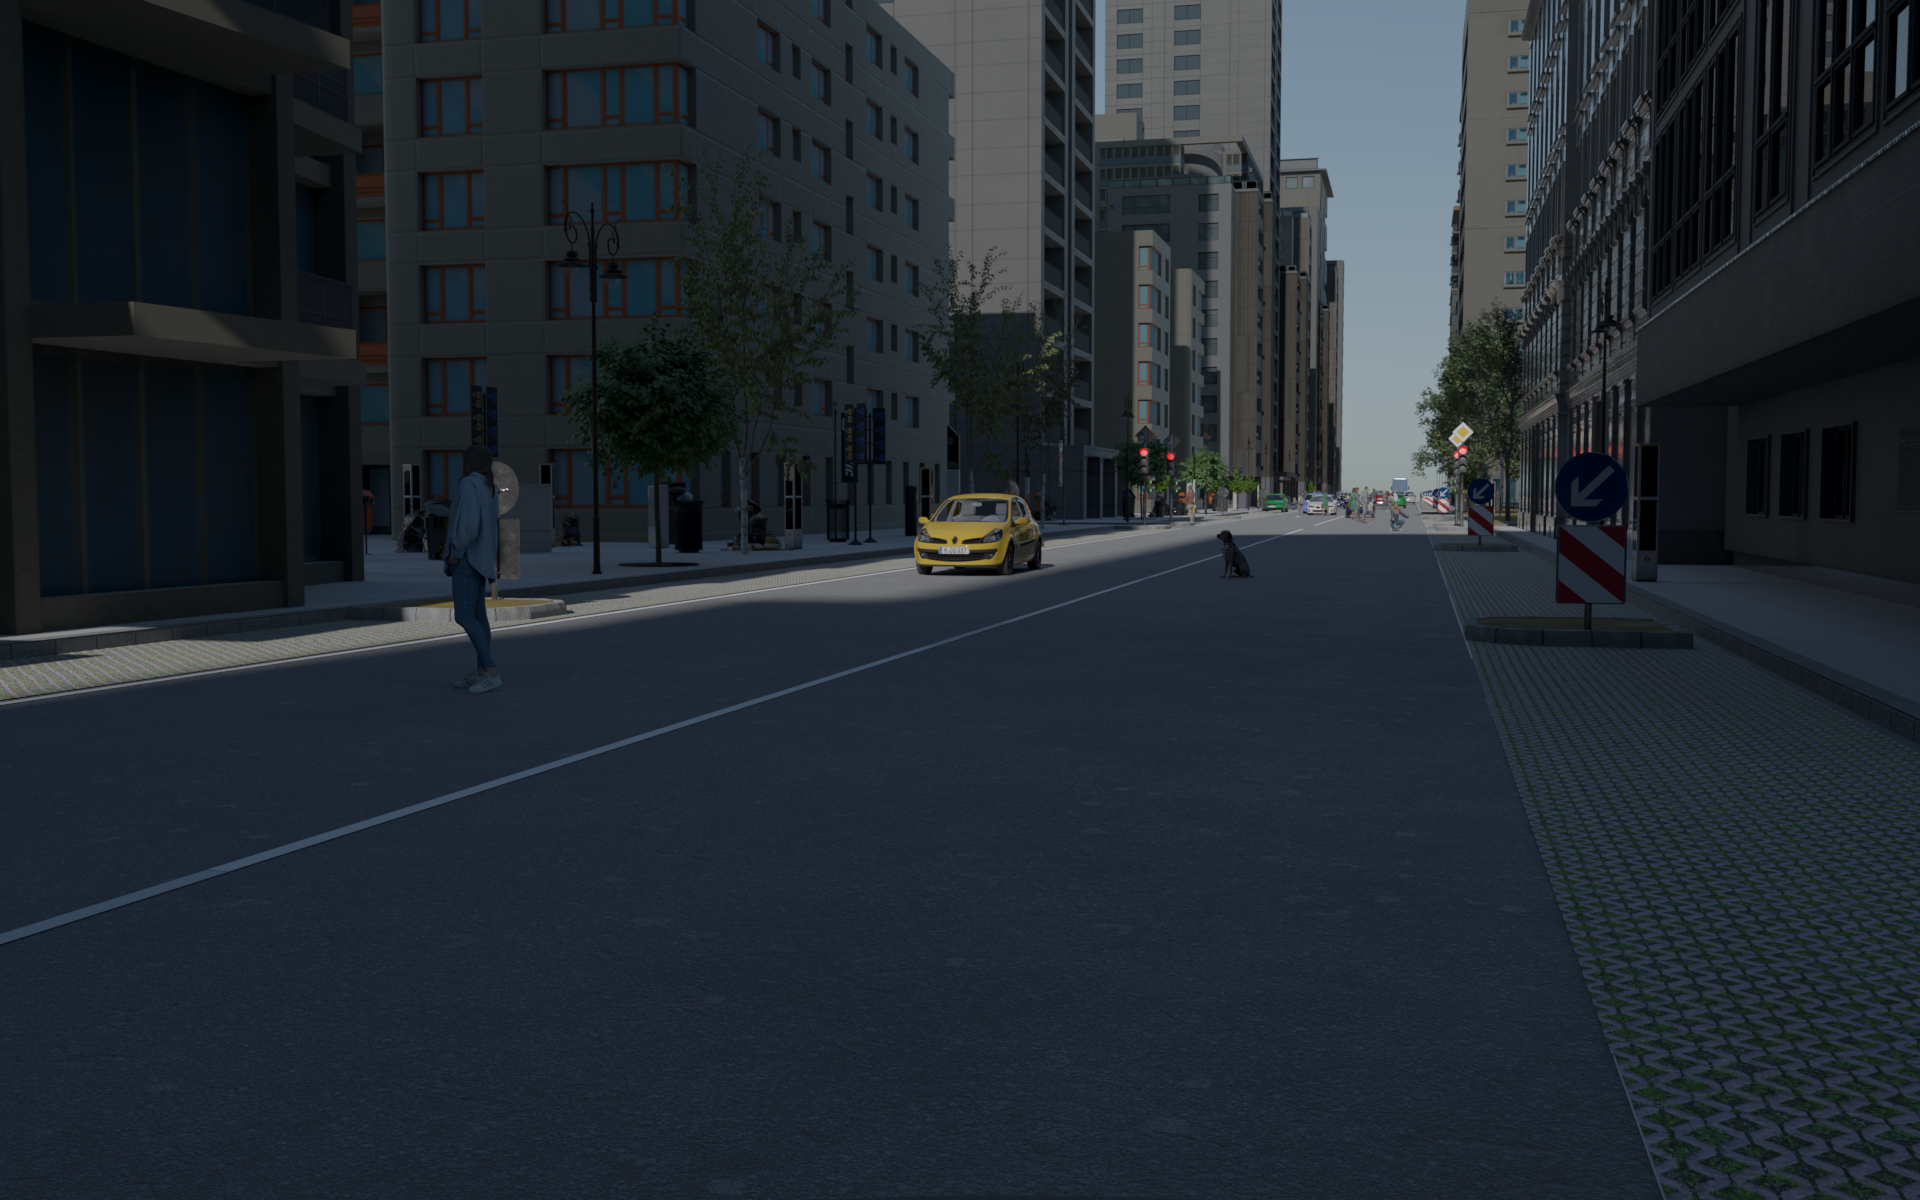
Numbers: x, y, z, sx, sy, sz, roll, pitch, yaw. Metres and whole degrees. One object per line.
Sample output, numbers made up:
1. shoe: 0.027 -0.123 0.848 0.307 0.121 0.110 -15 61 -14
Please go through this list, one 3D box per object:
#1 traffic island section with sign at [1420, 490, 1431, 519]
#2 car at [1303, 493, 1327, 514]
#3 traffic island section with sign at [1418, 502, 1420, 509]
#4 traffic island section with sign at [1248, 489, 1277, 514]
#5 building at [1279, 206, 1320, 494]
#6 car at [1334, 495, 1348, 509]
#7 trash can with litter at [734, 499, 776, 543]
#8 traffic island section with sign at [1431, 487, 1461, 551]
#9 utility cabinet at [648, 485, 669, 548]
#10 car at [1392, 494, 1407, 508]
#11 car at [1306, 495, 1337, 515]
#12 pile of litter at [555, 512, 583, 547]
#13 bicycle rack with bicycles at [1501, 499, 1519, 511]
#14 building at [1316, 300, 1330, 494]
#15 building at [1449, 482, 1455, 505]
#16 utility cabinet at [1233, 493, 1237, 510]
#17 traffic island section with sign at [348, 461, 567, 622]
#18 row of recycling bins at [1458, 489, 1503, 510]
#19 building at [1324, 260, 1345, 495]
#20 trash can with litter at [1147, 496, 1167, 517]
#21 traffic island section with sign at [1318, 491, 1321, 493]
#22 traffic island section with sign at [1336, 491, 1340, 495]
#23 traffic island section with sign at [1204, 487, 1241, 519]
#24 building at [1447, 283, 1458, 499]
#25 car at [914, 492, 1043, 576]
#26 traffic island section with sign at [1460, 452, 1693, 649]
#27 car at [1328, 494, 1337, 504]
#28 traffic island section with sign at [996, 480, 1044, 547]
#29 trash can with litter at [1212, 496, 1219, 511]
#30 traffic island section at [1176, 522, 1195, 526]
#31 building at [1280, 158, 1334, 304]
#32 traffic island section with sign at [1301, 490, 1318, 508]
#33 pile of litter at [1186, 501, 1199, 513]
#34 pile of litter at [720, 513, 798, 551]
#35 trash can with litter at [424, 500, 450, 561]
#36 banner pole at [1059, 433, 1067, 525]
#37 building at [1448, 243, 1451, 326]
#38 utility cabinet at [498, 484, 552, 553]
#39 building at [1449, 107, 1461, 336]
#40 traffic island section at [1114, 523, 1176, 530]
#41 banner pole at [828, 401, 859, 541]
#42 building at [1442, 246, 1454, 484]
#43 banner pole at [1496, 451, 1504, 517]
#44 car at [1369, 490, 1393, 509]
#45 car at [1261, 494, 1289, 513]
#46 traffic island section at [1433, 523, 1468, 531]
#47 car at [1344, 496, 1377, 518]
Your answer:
1. traffic island section with sign: 27.136 -5.443 97.626 1.989 1.847 2.006 1 4 15
2. car: 25.945 -7.152 126.529 1.945 1.707 3.694 1 4 13
3. traffic island section with sign: 33.969 -7.038 123.704 1.989 1.847 2.006 1 4 15
4. traffic island section with sign: 22.195 -7.227 126.790 1.989 1.847 2.006 1 4 15
5. building: 42.266 -34.085 240.881 14.154 41.232 14.086 1 4 15
6. car: 36.660 -9.505 167.980 1.945 1.354 3.894 1 4 16
7. trash can with litter: -5.377 -2.098 45.686 1.055 1.170 0.624 -3 5 -44
8. traffic island section with sign: 13.015 -2.149 43.761 1.989 1.847 2.006 1 4 15
9. utility cabinet: -7.210 -1.996 41.314 0.318 1.500 1.173 -1 4 -20
10. car: 44.033 -10.132 174.452 1.959 1.807 4.718 1 4 15
11. car: 24.799 -6.499 118.612 2.083 1.381 4.827 1 4 15
12. pile of litter: -9.881 -1.768 42.866 1.176 0.858 1.719 0 4 1
13. bicycle rack with bicycles: 41.359 -7.047 128.600 2.852 0.926 2.925 -3 5 -42
14. building: 46.913 -29.584 255.397 14.160 30.474 14.107 1 4 15
15. building: 75.048 -31.375 204.857 32.217 40.220 23.993 1 4 15
16. utility cabinet: 22.226 -8.031 139.989 0.318 1.500 1.173 1 4 9
17. traffic island section with sign: -5.728 -0.711 20.253 1.989 1.847 2.006 1 4 15
18. row of recycling bins: 41.067 -7.926 136.695 3.534 1.692 1.069 2 4 26
19. building: 57.995 -37.455 295.983 14.154 41.232 14.086 1 4 15
20. trash can with litter: 10.825 -5.122 95.131 1.055 1.170 0.624 -3 4 -36
21. traffic island section with sign: 41.771 -11.792 201.430 1.989 1.847 2.006 1 4 15
22. traffic island section with sign: 55.596 -15.021 254.225 1.989 1.847 2.006 1 4 15
23. traffic island section with sign: 15.203 -5.594 100.084 1.989 1.847 2.006 1 4 15
24. building: 73.569 -28.332 234.933 14.160 30.474 14.107 1 4 15
25. car: 0.369 -1.321 31.824 2.015 1.641 3.980 1 4 14
26. traffic island section with sign: 6.013 -0.514 17.037 1.989 1.847 2.006 1 4 15
27. car: 33.128 -8.840 156.534 2.014 1.417 4.499 1 4 16
28. traffic island section with sign: 1.206 -2.330 46.716 1.989 1.847 2.006 1 4 15
29. trash can with litter: 19.030 -7.137 128.076 0.624 1.170 1.055 -1 4 -18
30. traffic island section: 9.548 -3.442 78.552 2.009 0.180 2.903 1 4 15
31. building: 44.297 -42.062 276.949 28.713 52.752 27.495 1 4 15
32. traffic island section with sign: 34.909 -10.192 175.265 1.989 1.847 2.006 1 4 15
33. pile of litter: 15.723 -6.464 119.652 1.176 0.858 1.719 -3 4 -38
34. pile of litter: -4.557 -1.557 39.425 1.719 0.858 1.176 0 4 6
35. trash can with litter: -9.961 -1.361 33.643 0.624 1.170 1.055 -3 5 -43
36. banner pole: 4.186 -4.949 70.925 0.401 3.779 0.863 1 4 23
37. building: 83.233 -36.673 254.225 22.147 44.769 28.867 1 4 15
38. utility cabinet: -9.459 -1.761 37.464 1.173 1.500 0.318 -3 4 -37
39. building: 63.022 -32.129 179.930 22.147 44.769 28.867 1 4 15
40. traffic island section: 7.524 -2.969 70.827 2.009 0.180 2.903 1 4 15
41. banner pole: -3.148 -3.476 46.853 0.863 3.779 0.401 1 4 10
42. building: 91.654 -40.581 283.103 23.786 49.044 30.456 1 4 15
43. banner pole: 30.527 -6.581 97.613 0.401 3.779 0.863 0 4 4
44. car: 40.734 -9.720 167.599 2.281 1.827 5.304 1 4 15
45. car: 24.502 -7.698 134.666 1.959 1.807 4.718 1 4 16
46. traffic island section: 21.632 -3.248 75.392 2.009 0.180 2.903 1 4 15
47. car: 24.149 -5.623 104.521 1.945 1.354 3.894 1 4 13
